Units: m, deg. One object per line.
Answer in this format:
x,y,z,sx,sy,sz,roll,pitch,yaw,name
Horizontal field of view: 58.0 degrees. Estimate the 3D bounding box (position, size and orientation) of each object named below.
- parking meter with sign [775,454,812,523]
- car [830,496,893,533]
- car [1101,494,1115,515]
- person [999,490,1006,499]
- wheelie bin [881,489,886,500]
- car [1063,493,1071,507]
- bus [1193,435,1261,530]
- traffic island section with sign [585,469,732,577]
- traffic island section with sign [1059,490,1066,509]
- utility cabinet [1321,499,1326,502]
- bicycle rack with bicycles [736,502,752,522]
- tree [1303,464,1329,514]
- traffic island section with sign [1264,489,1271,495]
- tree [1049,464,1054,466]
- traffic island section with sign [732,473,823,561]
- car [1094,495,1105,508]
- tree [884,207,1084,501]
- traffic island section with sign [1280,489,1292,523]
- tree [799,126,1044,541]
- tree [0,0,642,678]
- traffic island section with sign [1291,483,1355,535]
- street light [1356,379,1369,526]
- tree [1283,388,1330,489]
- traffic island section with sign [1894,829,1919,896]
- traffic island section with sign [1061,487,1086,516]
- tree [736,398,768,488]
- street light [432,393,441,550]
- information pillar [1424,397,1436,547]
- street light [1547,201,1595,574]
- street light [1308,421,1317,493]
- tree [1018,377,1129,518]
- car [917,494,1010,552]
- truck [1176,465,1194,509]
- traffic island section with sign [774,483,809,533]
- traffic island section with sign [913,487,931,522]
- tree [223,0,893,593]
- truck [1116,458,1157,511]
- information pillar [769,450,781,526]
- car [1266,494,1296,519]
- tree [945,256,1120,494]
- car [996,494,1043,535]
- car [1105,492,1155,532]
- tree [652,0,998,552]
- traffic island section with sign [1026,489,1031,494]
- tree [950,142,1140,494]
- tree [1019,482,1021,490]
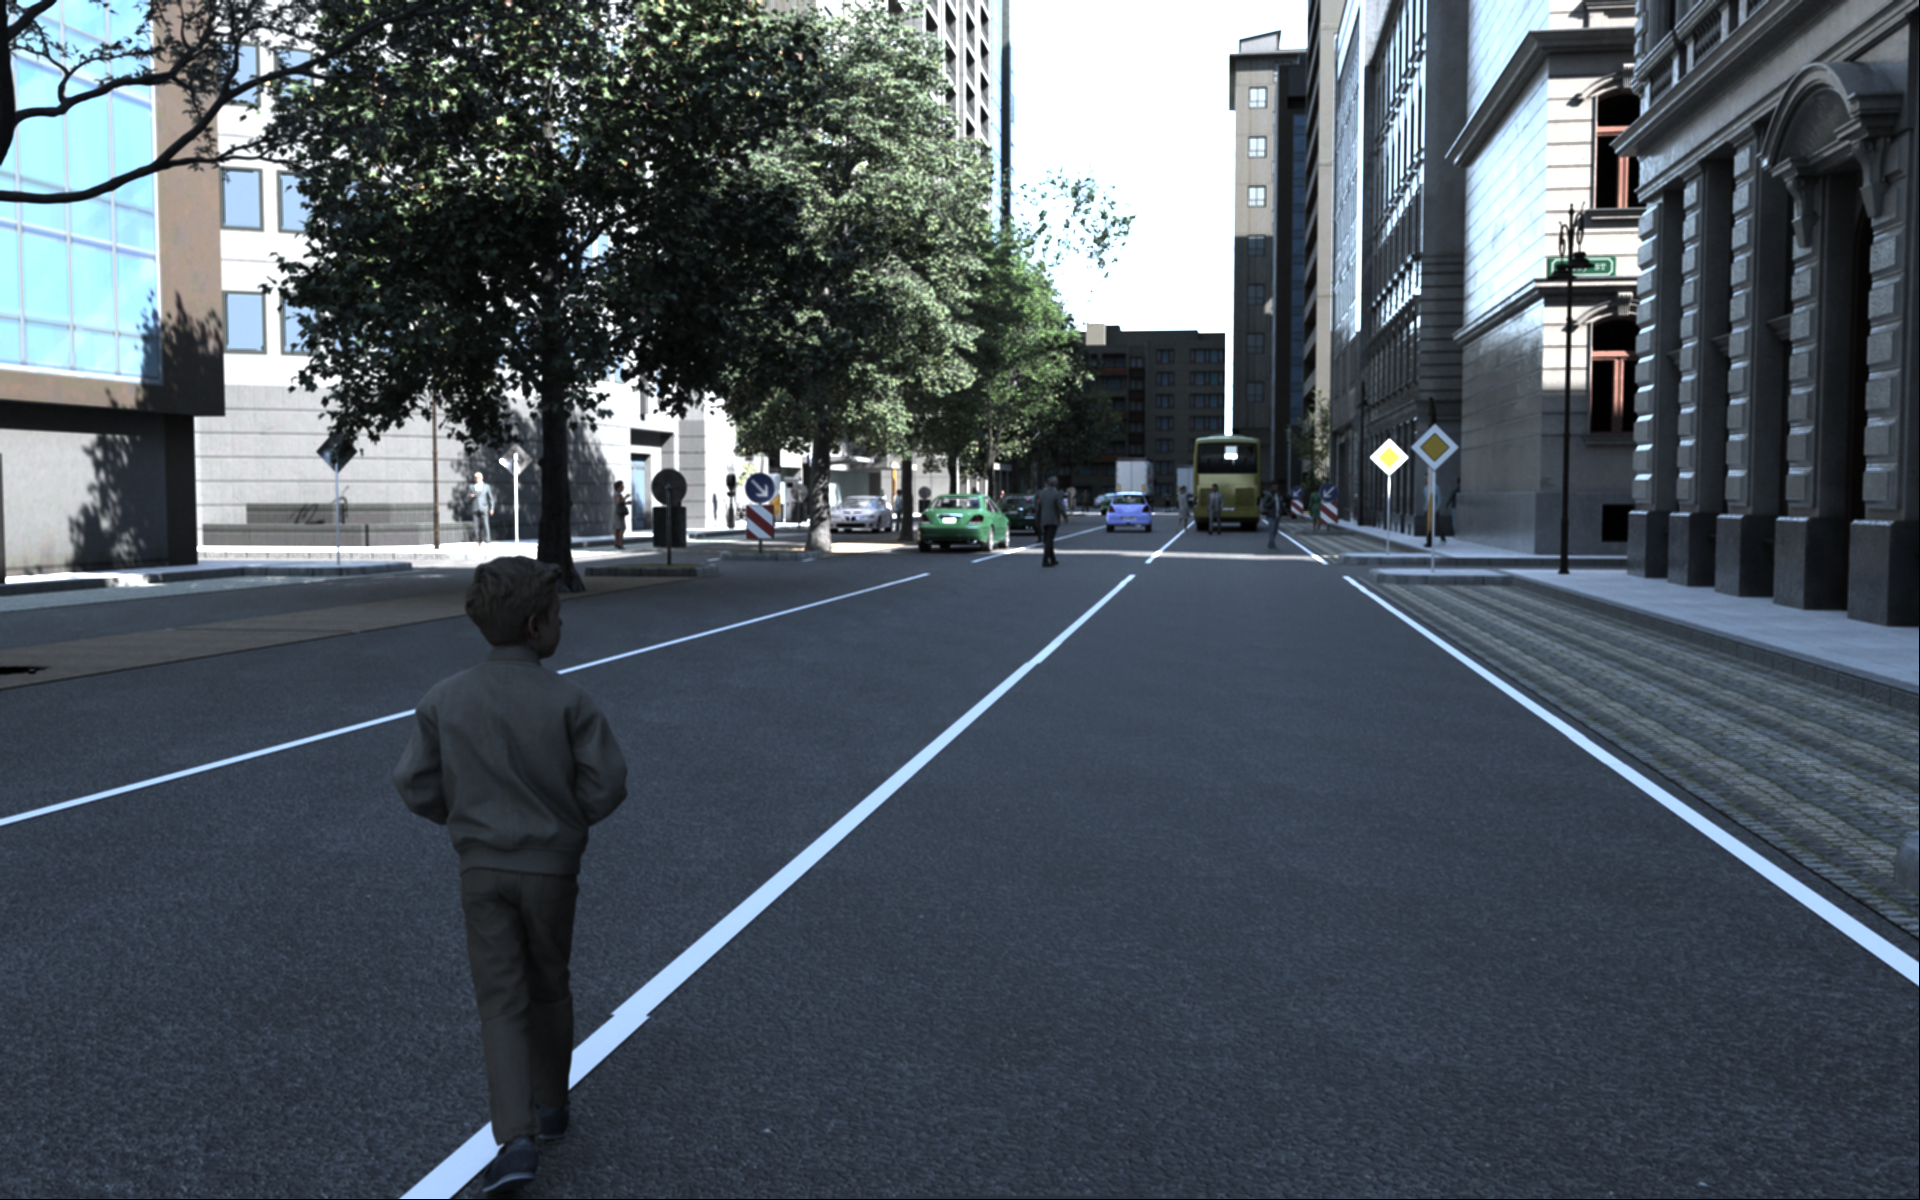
-7.366,-4.902,76.403,1.738,3.016,0.543,1,4,16,parking meter with sign
-3.682,-3.221,65.021,2.083,1.381,4.827,0,4,7,car
10.647,-6.746,119.097,1.959,1.807,4.718,0,4,7,car
3.111,-7.178,126.780,0.541,1.710,0.530,2,4,31,person
-5.272,-6.317,111.183,0.980,1.594,0.693,-1,4,-20,wheelie bin
10.052,-9.816,170.084,1.945,1.707,3.694,0,4,7,car
10.955,-4.865,71.084,2.896,3.916,12.252,1,4,9,bus
-5.358,-1.383,30.747,2.006,1.907,1.989,1,4,9,traffic island section with sign
9.774,-9.668,166.694,1.989,1.847,2.006,1,4,9,traffic island section with sign
22.237,-5.874,104.720,0.318,1.500,1.173,3,5,43,utility cabinet
-10.304,-4.053,79.643,2.925,0.926,2.852,1,4,15,bicycle rack with bicycles
22.684,-7.162,111.693,1.663,3.219,1.824,0,3,0,tree
28.809,-9.583,165.302,1.989,1.847,2.006,1,4,9,traffic island section with sign
5.468,-14.911,161.925,7.486,12.596,7.792,0,3,0,tree
-4.226,-1.831,38.067,2.006,1.907,1.989,1,4,9,traffic island section with sign
15.161,-10.369,181.901,2.083,1.381,4.827,1,4,10,car
-0.205,-8.188,62.085,9.928,11.665,9.643,0,3,0,tree
16.856,-4.814,87.345,1.989,1.847,2.006,1,4,9,traffic island section with sign
-1.653,-8.063,52.408,7.486,12.596,7.792,0,3,0,tree
-7.886,-6.138,13.187,12.009,13.543,11.850,0,3,0,tree
12.767,-3.185,60.700,1.989,1.847,2.006,1,4,9,traffic island section with sign
16.238,-5.941,69.919,0.468,5.910,1.993,1,4,9,street light
24.207,-10.162,116.517,4.737,8.622,4.395,0,3,0,tree
4.355,0.176,5.747,1.989,1.847,2.006,1,4,9,traffic island section with sign
7.151,-6.374,112.343,2.006,1.907,1.989,1,4,9,traffic island section with sign
-8.515,-7.426,71.778,4.737,8.622,4.395,0,3,0,tree
-12.053,-4.094,39.723,0.468,5.910,1.993,1,4,9,street light
11.328,-3.074,41.619,0.183,3.616,0.504,0,4,4,information pillar
9.726,-3.360,27.720,0.468,5.910,1.993,1,4,9,street light
22.221,-8.353,109.357,0.468,5.910,1.993,1,4,9,street light
6.007,-10.234,104.192,8.767,10.594,7.601,1,4,9,tree
0.131,-1.981,44.182,2.131,1.459,4.920,1,4,10,car
23.217,-11.344,174.382,2.839,4.237,11.283,1,4,10,truck
-5.994,-3.375,63.803,1.989,1.847,2.006,1,4,9,traffic island section with sign
-1.873,-5.017,90.656,1.989,1.847,2.006,1,4,9,traffic island section with sign
-5.884,-6.456,25.018,9.611,12.733,9.660,0,3,0,tree
14.215,-9.237,139.944,2.839,4.237,11.283,1,4,9,truck
-7.435,-4.771,69.362,0.504,3.616,0.183,1,4,11,information pillar
18.581,-5.530,100.196,2.009,1.686,4.222,1,4,10,car
2.622,-9.929,81.803,9.611,12.733,9.660,0,3,0,tree
2.186,-3.042,61.531,2.131,1.459,4.920,1,4,9,car
6.494,-3.469,66.303,1.945,1.707,3.694,0,4,7,car
-3.496,-8.161,42.542,9.857,13.997,8.962,0,3,0,tree
5.691,-8.038,140.049,1.989,1.847,2.006,1,4,9,traffic island section with sign
2.874,-14.350,92.965,12.611,20.169,13.585,0,3,0,tree
4.729,-9.925,156.880,1.663,3.219,1.824,0,3,0,tree
